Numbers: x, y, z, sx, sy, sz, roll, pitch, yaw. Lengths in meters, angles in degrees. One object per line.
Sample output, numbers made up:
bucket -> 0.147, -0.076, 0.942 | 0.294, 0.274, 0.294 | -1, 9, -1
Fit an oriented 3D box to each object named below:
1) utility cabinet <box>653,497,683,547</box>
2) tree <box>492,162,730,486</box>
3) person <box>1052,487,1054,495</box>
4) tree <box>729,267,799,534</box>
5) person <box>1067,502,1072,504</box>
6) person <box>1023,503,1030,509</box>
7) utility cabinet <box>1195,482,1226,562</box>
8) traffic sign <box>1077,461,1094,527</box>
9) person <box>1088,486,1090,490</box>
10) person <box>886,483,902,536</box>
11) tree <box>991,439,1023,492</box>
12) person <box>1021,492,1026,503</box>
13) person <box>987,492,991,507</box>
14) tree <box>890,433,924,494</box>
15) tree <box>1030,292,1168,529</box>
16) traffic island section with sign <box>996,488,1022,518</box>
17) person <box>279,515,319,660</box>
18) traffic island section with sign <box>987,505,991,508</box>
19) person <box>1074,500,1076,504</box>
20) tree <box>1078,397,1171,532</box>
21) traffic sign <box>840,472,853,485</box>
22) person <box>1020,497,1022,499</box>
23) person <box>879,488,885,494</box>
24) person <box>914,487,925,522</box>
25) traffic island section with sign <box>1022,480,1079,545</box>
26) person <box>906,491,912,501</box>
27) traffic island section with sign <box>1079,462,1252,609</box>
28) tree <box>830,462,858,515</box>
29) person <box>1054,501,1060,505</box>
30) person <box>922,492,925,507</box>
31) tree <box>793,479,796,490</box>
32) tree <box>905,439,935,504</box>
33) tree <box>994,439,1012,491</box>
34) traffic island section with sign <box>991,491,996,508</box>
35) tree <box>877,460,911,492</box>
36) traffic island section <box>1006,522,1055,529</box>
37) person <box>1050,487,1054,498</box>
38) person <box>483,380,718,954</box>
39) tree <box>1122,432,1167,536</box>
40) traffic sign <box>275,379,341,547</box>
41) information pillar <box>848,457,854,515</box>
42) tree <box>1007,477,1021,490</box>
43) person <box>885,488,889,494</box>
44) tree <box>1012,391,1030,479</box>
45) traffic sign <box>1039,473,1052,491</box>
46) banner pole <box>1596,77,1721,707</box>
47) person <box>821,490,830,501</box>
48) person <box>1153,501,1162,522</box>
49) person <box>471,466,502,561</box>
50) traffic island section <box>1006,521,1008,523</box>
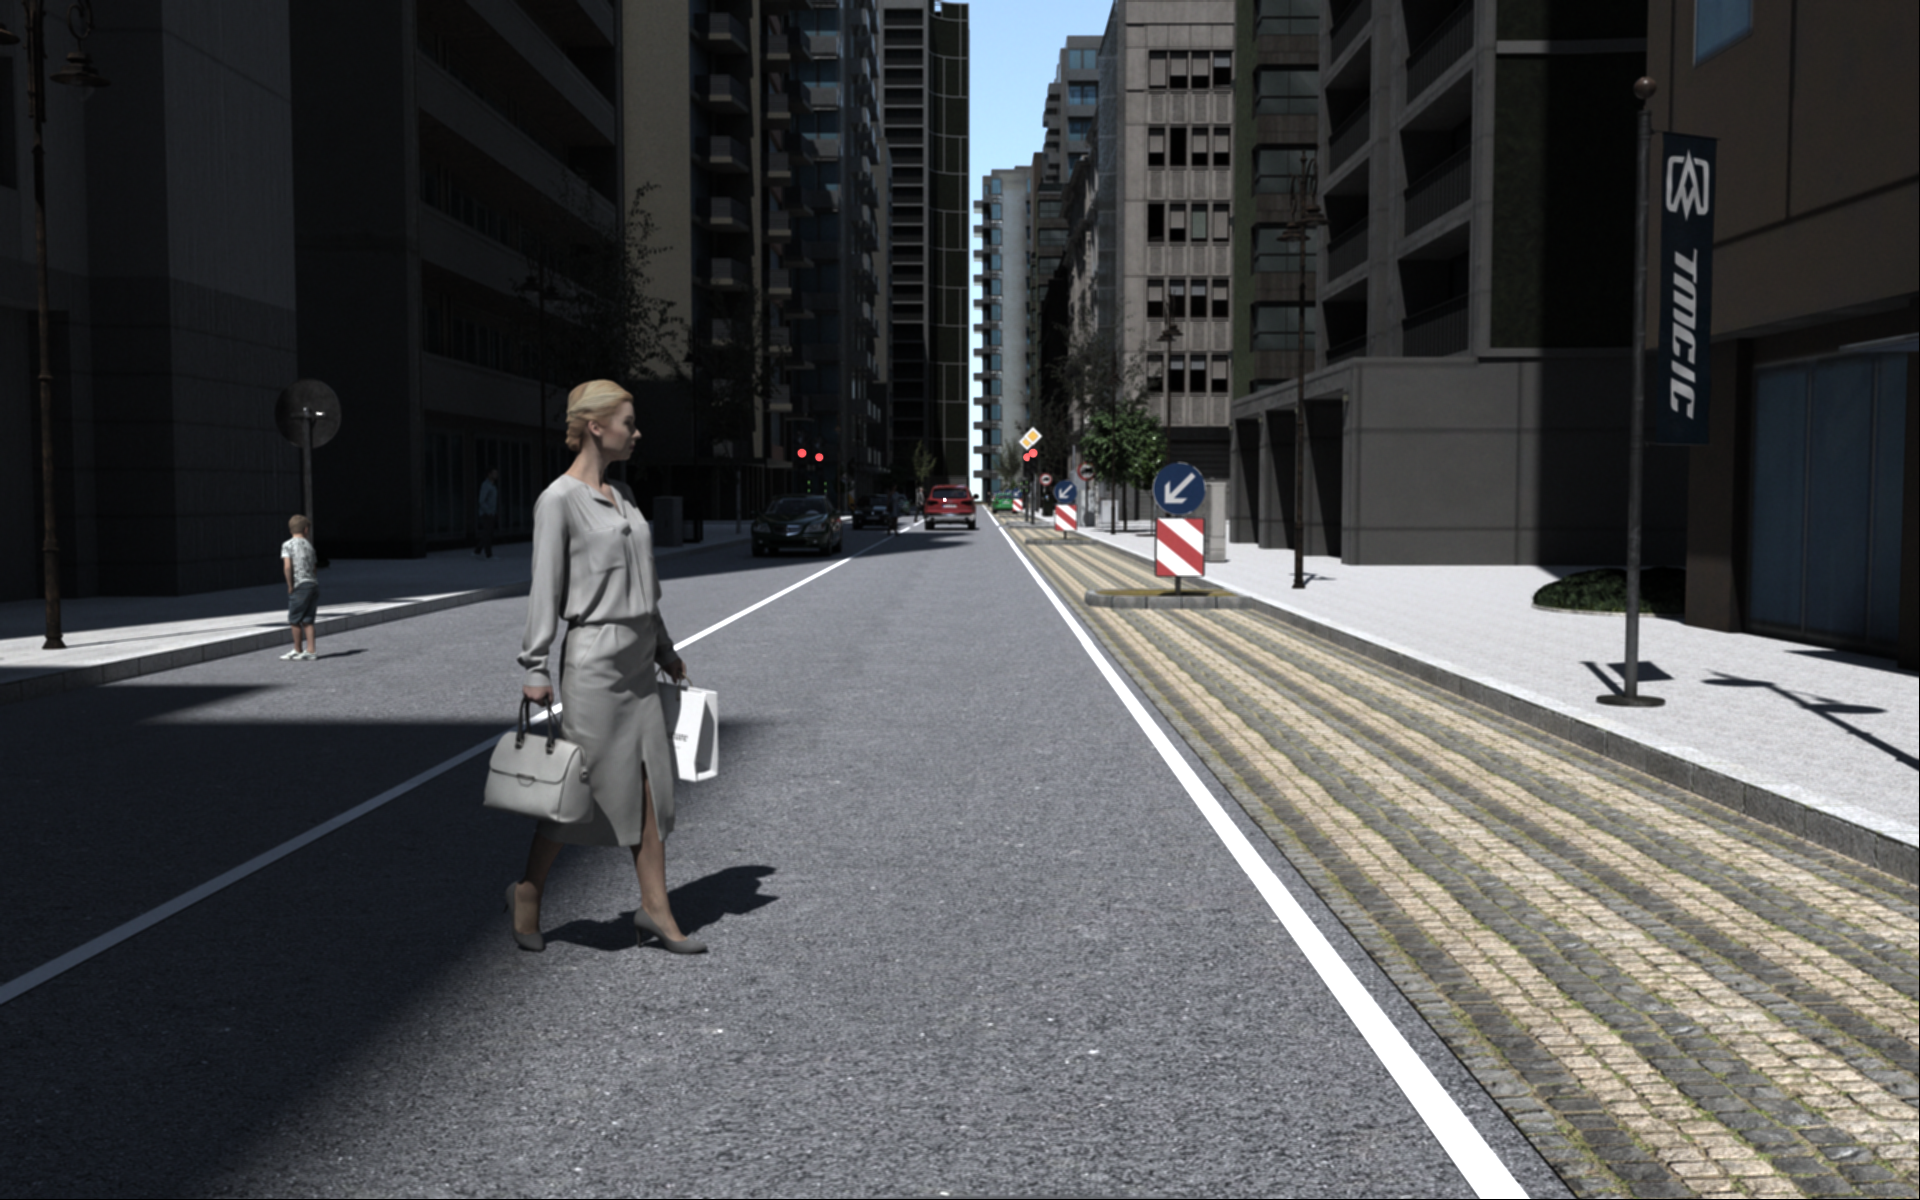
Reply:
utility cabinet -> -7.169, -1.915, 42.467 | 0.306, 1.237, 1.020 | -3, 4, -38
tree -> -7.983, -5.383, 38.372 | 4.360, 8.622, 3.978 | 0, 3, 0
person -> 6.328, -7.038, 121.301 | 0.592, 1.802, 0.473 | 2, 4, 31
tree -> -7.373, -6.437, 55.605 | 4.360, 8.622, 3.978 | 0, 3, 0
person -> 6.720, -5.859, 107.342 | 1.012, 1.151, 0.738 | 3, 5, 43
person -> 5.835, -8.492, 145.106 | 0.699, 1.804, 1.509 | -3, 5, -44
utility cabinet -> 4.745, -1.483, 32.925 | 0.318, 1.500, 1.173 | 0, 4, -6
traffic sign -> 4.916, -4.096, 67.081 | 0.768, 2.556, 0.104 | 0, 4, 6
person -> 6.490, -4.951, 87.988 | 0.522, 1.701, 0.512 | -2, 4, -27
person -> -2.316, -3.099, 59.261 | 0.616, 1.811, 0.778 | -3, 4, -37
tree -> 6.528, -17.278, 232.852 | 4.737, 8.622, 4.395 | 0, 3, 0
person -> 7.063, -11.190, 188.955 | 0.705, 1.831, 1.348 | -3, 4, -36
person -> 3.265, -11.520, 197.660 | 0.445, 1.727, 0.742 | -1, 4, -10
tree -> -6.430, -15.582, 205.123 | 4.360, 8.622, 3.978 | 0, 3, 0
tree -> 5.297, -6.936, 63.758 | 4.360, 8.622, 3.978 | 0, 3, 0
traffic island section with sign -> 3.348, -5.889, 104.915 | 1.989, 1.847, 2.006 | 0, 4, 0
person -> -5.700, -0.106, 14.925 | 0.332, 1.250, 0.352 | -2, 4, -24
traffic island section with sign -> 3.995, -10.608, 182.068 | 1.989, 1.847, 2.006 | 0, 4, 0
person -> 7.177, -6.369, 110.161 | 0.713, 1.824, 0.794 | 0, 4, 1
tree -> 5.624, -4.594, 58.830 | 4.285, 4.588, 4.351 | 0, 3, 0
traffic sign -> -6.688, -6.225, 101.509 | 0.795, 2.593, 0.064 | 0, 4, 8
person -> 7.741, -13.111, 220.351 | 0.705, 1.831, 1.348 | 0, 4, 0
person -> -7.241, -9.549, 161.798 | 1.348, 1.869, 0.705 | 3, 4, 38
person -> -1.931, -4.841, 88.050 | 0.834, 1.777, 0.661 | 1, 4, 11
traffic island section with sign -> 2.861, -2.489, 49.327 | 1.989, 1.847, 2.006 | 0, 4, 0
person -> -6.865, -13.464, 226.857 | 1.217, 1.739, 0.721 | -1, 4, -8
traffic island section with sign -> 2.634, -0.841, 22.372 | 1.989, 1.847, 2.006 | 0, 4, 0
tree -> -7.482, -7.059, 110.022 | 1.663, 3.219, 1.824 | 0, 3, 0
person -> 7.008, -6.900, 124.353 | 0.738, 1.151, 1.012 | 0, 4, 1
person -> -3.359, -8.901, 154.430 | 0.661, 1.777, 0.834 | -3, 5, -43
tree -> -11.368, -7.193, 112.213 | 1.663, 3.219, 1.824 | 0, 3, 0
tree -> -5.462, -16.944, 227.400 | 4.737, 8.622, 4.395 | 0, 3, 0
tree -> 6.415, -16.415, 218.747 | 4.360, 8.622, 3.978 | 0, 3, 0
traffic island section with sign -> 3.573, -7.538, 131.869 | 1.989, 1.847, 2.006 | 0, 4, 0
tree -> -6.417, -11.268, 167.940 | 4.285, 4.588, 4.351 | 0, 3, 0
traffic island section -> 3.059, -3.061, 72.333 | 2.009, 0.180, 2.903 | 0, 4, 0
person -> 5.801, -6.461, 112.037 | 0.532, 1.782, 0.716 | 2, 4, 28
person -> -1.126, 0.210, 5.416 | 0.624, 1.780, 0.694 | 3, 4, 36
tree -> 5.969, -3.567, 52.921 | 1.663, 3.219, 1.824 | 0, 3, 0
traffic sign -> -7.201, -1.163, 19.127 | 0.768, 2.556, 0.104 | 0, 4, 7
information pillar -> -6.778, -7.133, 107.973 | 0.183, 3.616, 0.504 | 3, 5, 45
tree -> 6.105, -12.290, 195.546 | 1.663, 3.219, 1.824 | 0, 3, 0
person -> -6.114, -8.794, 149.638 | 0.655, 1.846, 0.447 | -2, 4, -26
tree -> 5.553, -9.950, 113.043 | 4.360, 8.622, 3.978 | 0, 3, 0
traffic sign -> 5.190, -6.401, 104.765 | 0.768, 2.556, 0.104 | 0, 4, 7
banner pole -> 4.320, -1.260, 10.614 | 0.863, 3.779, 0.401 | -2, 4, -27
person -> -8.793, -6.546, 113.460 | 0.661, 1.777, 0.834 | -1, 4, -19
person -> 9.274, -4.566, 80.797 | 0.391, 1.810, 0.635 | -3, 5, -43
person -> -9.141, -1.671, 33.391 | 0.620, 1.820, 0.660 | 0, 4, -5
traffic island section -> 3.127, -3.550, 80.317 | 2.009, 0.180, 2.903 | 0, 4, 0
